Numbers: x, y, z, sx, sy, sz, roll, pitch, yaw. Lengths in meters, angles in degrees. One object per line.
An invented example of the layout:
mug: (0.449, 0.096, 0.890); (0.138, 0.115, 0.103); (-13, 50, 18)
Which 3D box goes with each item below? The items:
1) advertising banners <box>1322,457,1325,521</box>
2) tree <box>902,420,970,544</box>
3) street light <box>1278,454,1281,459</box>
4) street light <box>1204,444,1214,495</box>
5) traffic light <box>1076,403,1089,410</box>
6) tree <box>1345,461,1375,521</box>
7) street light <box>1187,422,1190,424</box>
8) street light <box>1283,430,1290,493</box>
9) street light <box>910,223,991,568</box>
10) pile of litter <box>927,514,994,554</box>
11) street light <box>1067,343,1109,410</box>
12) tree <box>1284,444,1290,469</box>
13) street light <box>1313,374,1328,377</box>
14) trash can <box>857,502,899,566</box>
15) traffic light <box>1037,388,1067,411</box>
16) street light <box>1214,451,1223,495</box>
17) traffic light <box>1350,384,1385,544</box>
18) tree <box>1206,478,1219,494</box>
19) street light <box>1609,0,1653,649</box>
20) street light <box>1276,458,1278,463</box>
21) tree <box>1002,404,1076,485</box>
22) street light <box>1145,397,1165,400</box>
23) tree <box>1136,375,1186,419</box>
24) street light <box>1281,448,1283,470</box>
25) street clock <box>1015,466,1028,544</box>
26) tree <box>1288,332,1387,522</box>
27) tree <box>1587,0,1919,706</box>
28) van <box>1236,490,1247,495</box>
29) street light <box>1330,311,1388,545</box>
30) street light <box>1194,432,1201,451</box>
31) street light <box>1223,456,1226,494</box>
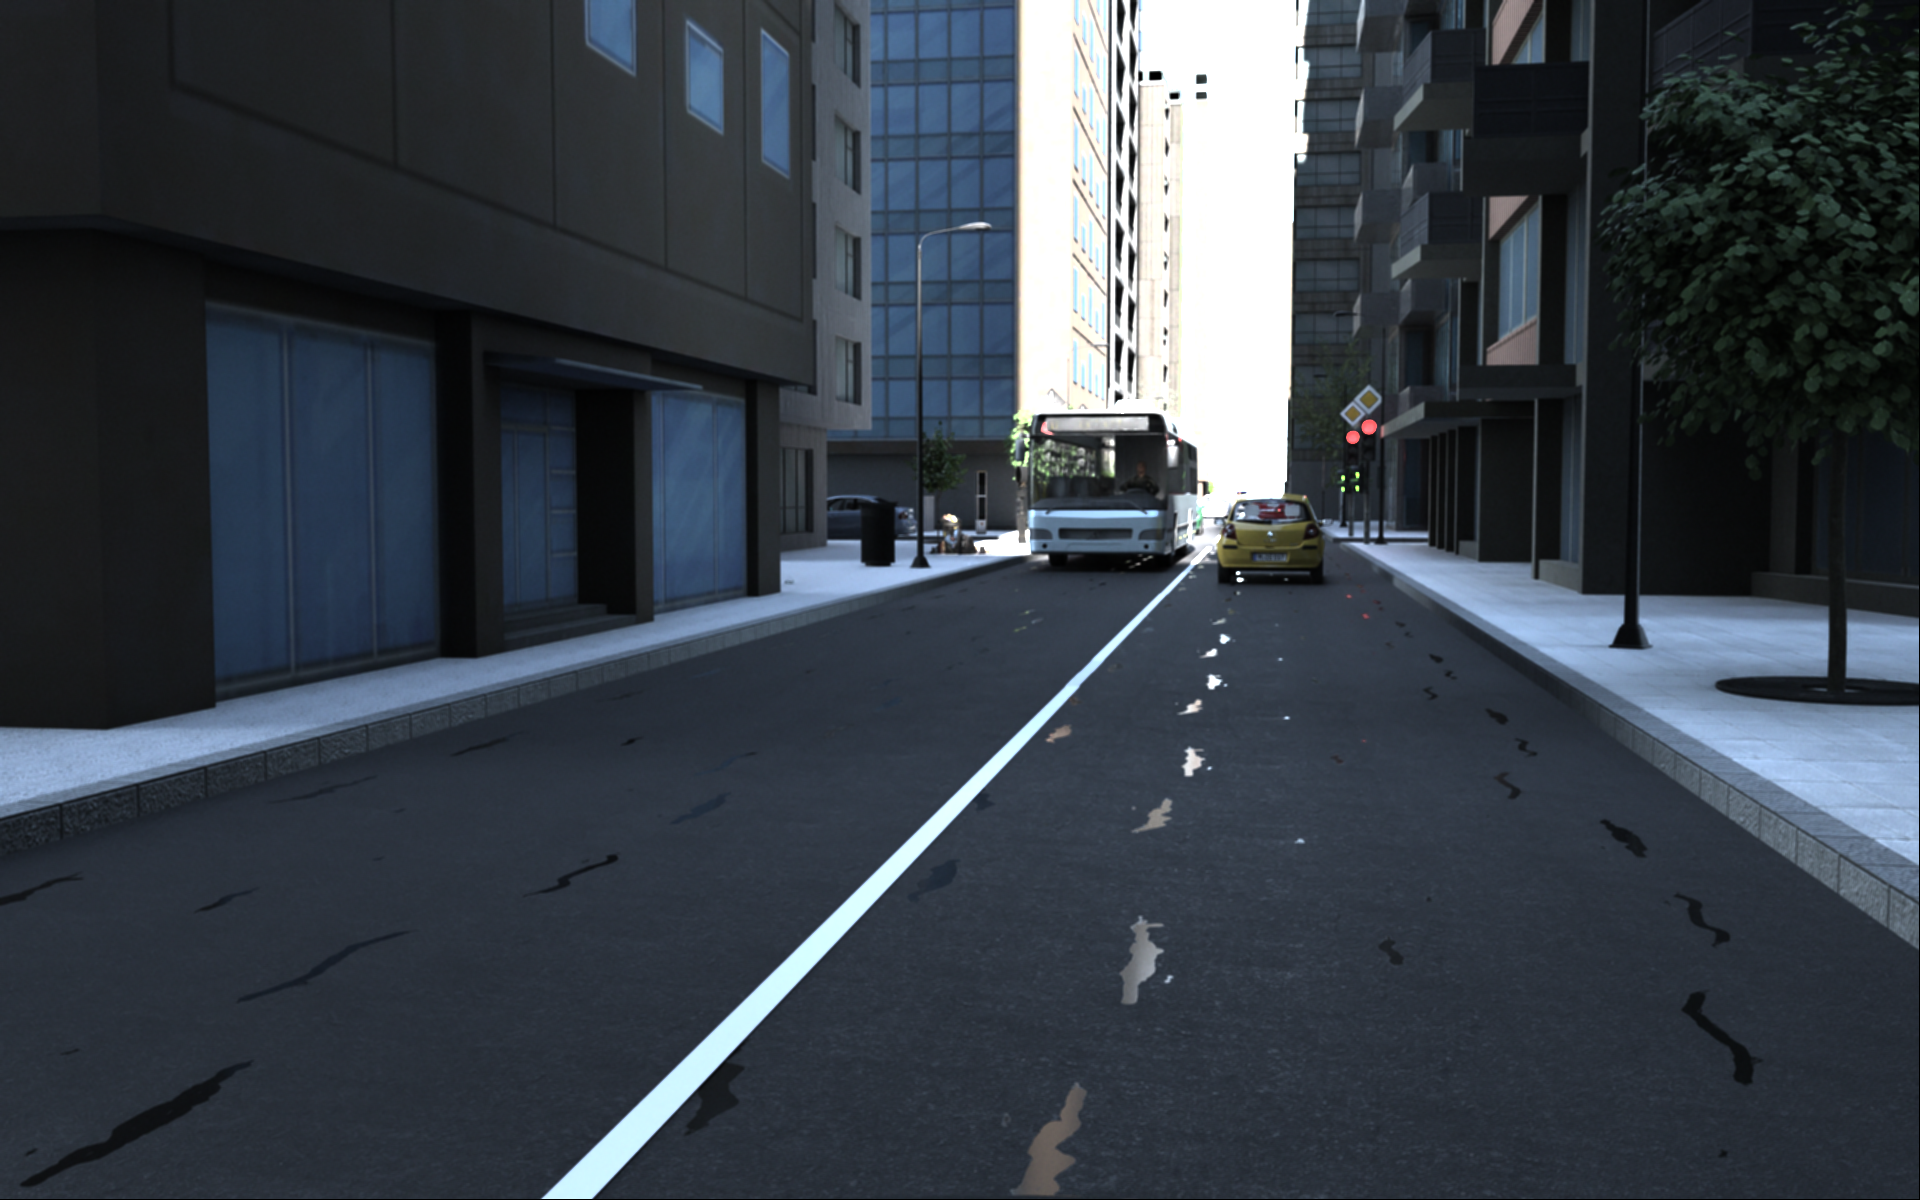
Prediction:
advertising banners: (15.787, -4.834, 75.231); (0.090, 3.025, 2.074); (1, 4, 12)
tree: (-0.525, -3.088, 45.085); (1.663, 3.219, 1.824); (0, 3, 0)
street light: (32.683, -12.236, 172.595); (1.470, 5.913, 1.316); (1, 4, 10)
street light: (22.395, -11.430, 159.423); (1.470, 5.913, 1.316); (1, 4, 10)
traffic light: (3.799, -3.954, 53.564); (0.839, 4.253, 0.868); (1, 4, 10)
tree: (18.403, -5.319, 81.561); (1.663, 3.219, 1.824); (0, 3, 0)
street light: (14.114, -8.515, 111.763); (1.470, 5.913, 1.316); (1, 4, 10)
street light: (24.417, -9.377, 125.859); (1.470, 5.913, 1.316); (1, 4, 10)
street light: (-0.160, -3.509, 29.920); (1.470, 5.913, 1.316); (1, 4, 10)
pile of litter: (-0.080, -1.431, 37.364); (1.176, 0.858, 1.719); (-3, 5, -45)
street light: (3.870, -4.948, 53.442); (1.470, 5.913, 1.316); (1, 4, 10)
tree: (42.173, -16.168, 214.709); (4.360, 8.622, 3.978); (0, 3, 0)
street light: (14.351, -5.784, 67.116); (1.470, 5.913, 1.316); (1, 4, 10)
trash can: (-1.464, -1.177, 30.890); (0.748, 1.137, 0.748); (0, 3, 0)
traffic light: (2.425, -3.473, 45.698); (0.839, 4.253, 0.868); (1, 4, 10)
street light: (27.589, -13.213, 188.576); (1.470, 5.913, 1.316); (1, 4, 10)
traffic light: (10.418, -3.389, 44.323); (0.839, 4.253, 0.868); (1, 4, 10)
tree: (29.613, -12.787, 203.665); (1.663, 3.219, 1.824); (0, 3, 0)
street light: (5.079, -2.561, 14.406); (1.470, 5.913, 1.316); (1, 4, 10)
street light: (37.806, -14.013, 201.655); (1.470, 5.913, 1.316); (1, 4, 10)
tree: (3.012, -4.498, 57.253); (4.285, 4.588, 4.351); (0, 3, 0)
street light: (9.056, -6.737, 82.692); (1.470, 5.913, 1.316); (1, 4, 10)
tree: (11.825, -9.550, 106.509); (4.360, 8.622, 3.978); (0, 3, 0)
street light: (27.603, -10.457, 143.518); (1.470, 5.913, 1.316); (1, 4, 10)
street clock: (1.590, -2.436, 44.397); (0.358, 2.002, 0.471); (-1, 4, -18)
tree: (16.986, -7.813, 78.106); (4.737, 8.622, 4.395); (0, 3, 0)
tree: (5.708, -1.677, 11.133); (4.285, 4.588, 4.351); (0, 3, 0)
van: (43.601, -16.141, 268.291); (2.240, 2.365, 5.245); (1, 4, 8)
street light: (10.206, -4.377, 44.105); (1.470, 5.913, 1.316); (1, 4, 10)
street light: (17.243, -9.582, 129.204); (1.470, 5.913, 1.316); (1, 4, 10)
street light: (31.371, -14.570, 210.767); (1.470, 5.913, 1.316); (1, 4, 10)
